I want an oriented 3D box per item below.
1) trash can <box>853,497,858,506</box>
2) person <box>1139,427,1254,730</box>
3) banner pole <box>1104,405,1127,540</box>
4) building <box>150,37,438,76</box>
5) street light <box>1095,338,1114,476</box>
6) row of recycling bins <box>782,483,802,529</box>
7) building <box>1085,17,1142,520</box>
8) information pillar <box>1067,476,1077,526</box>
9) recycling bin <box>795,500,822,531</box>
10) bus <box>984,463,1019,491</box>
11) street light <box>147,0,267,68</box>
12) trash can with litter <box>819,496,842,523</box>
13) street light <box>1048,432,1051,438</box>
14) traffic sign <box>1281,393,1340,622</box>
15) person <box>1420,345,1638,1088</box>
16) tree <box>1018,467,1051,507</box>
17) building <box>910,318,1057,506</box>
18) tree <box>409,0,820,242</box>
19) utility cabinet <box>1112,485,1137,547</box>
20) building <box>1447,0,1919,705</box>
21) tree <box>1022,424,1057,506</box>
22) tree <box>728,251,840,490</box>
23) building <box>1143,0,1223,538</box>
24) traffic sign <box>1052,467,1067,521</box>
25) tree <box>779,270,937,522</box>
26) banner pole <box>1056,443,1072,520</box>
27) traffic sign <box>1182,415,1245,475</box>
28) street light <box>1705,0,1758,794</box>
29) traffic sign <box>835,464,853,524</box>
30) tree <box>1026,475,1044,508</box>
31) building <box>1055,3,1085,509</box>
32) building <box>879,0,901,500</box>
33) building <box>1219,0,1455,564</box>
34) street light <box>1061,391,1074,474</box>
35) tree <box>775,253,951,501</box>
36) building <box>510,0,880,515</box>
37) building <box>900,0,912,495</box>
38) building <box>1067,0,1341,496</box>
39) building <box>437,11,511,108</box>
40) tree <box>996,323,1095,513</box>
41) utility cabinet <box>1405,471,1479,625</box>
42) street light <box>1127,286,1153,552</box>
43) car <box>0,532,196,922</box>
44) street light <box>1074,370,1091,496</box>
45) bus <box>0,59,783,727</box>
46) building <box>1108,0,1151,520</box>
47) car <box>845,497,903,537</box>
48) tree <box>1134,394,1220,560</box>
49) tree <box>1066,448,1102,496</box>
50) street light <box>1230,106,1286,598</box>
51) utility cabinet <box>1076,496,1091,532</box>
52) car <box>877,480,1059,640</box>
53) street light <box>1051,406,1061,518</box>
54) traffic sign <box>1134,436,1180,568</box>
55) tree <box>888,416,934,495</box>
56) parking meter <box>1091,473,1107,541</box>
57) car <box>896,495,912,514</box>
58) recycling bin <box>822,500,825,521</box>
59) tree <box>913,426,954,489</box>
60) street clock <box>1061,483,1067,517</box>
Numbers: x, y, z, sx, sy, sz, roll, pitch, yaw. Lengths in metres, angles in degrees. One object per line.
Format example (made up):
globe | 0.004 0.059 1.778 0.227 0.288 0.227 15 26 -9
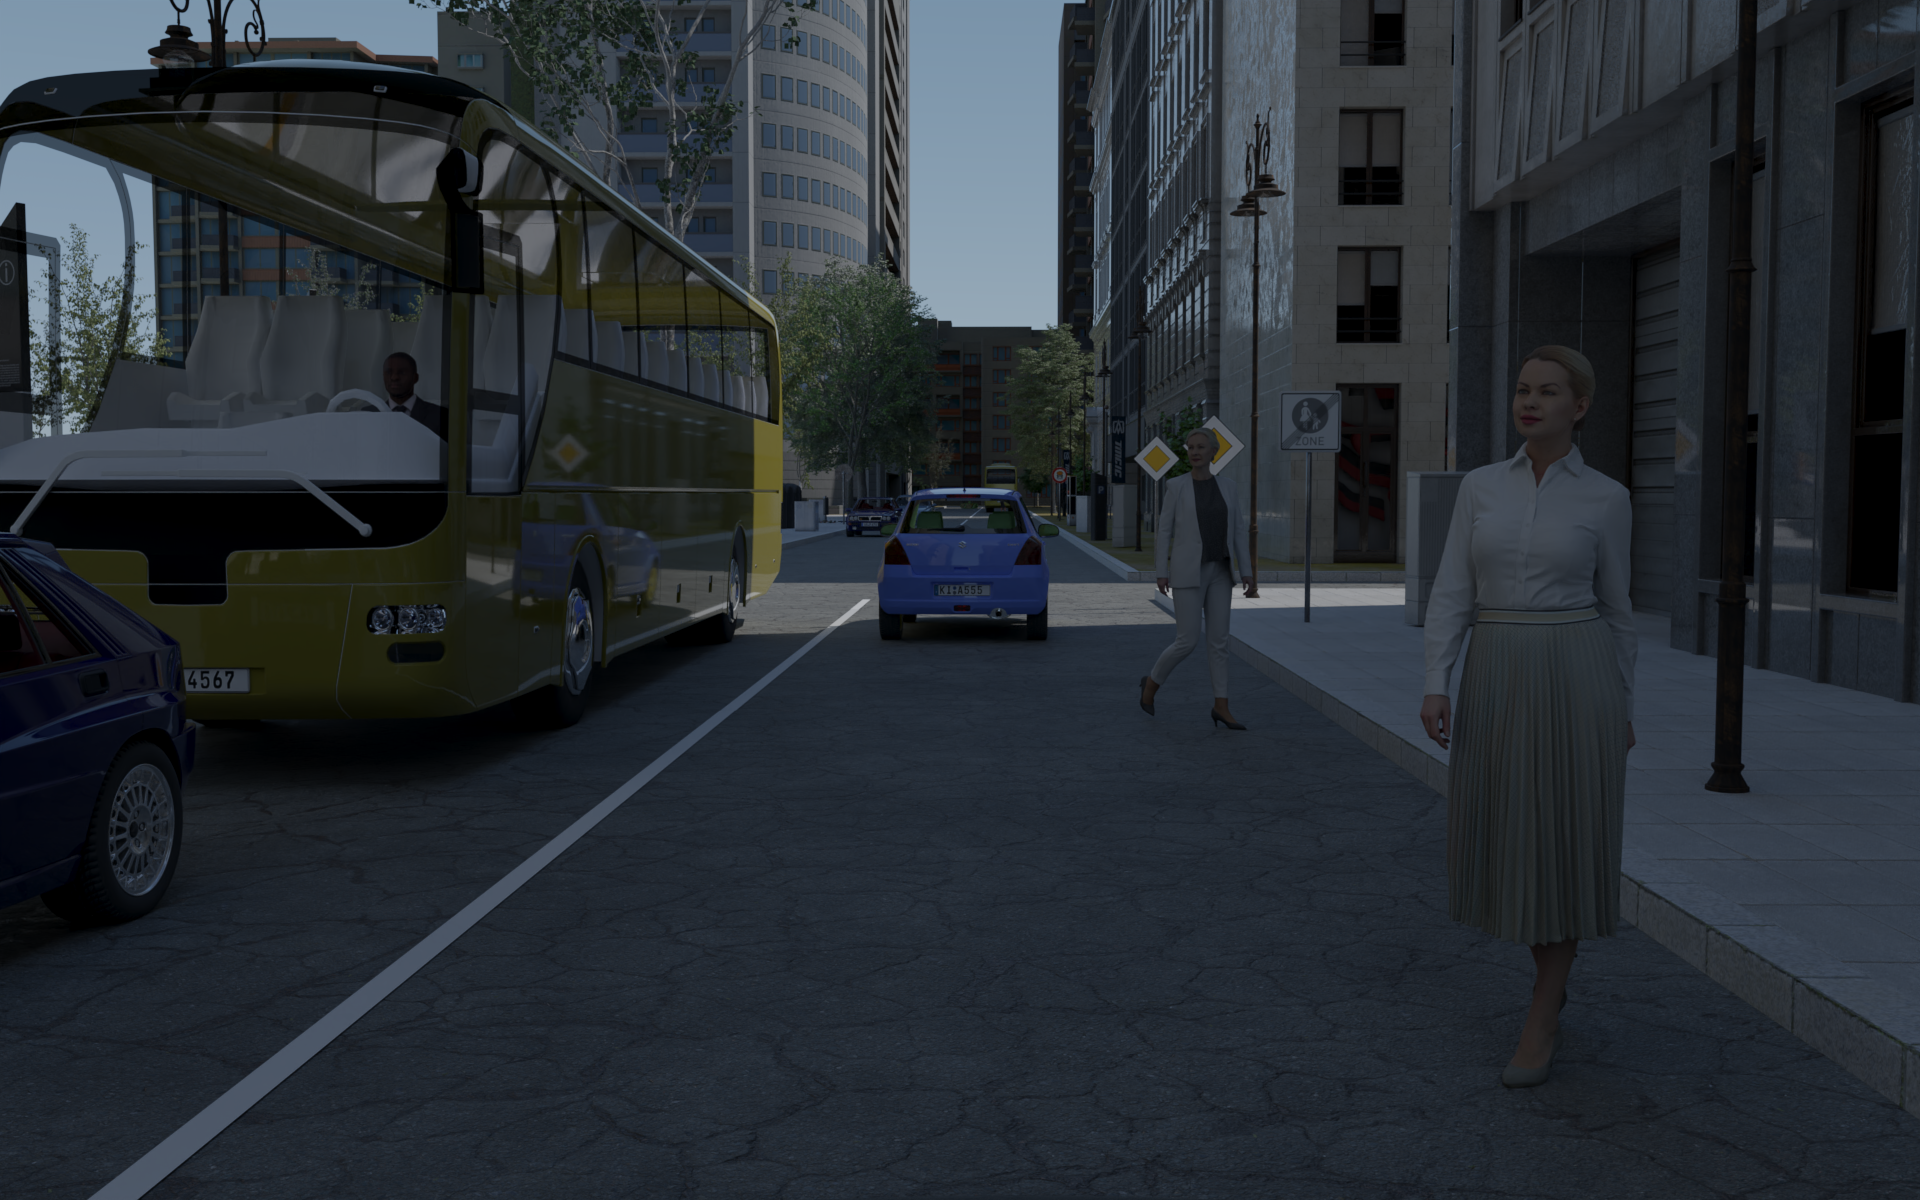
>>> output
trash can | -5.835 -5.234 97.230 0.748 1.137 0.748 0 3 0
person | 1.458 -0.145 10.754 0.514 1.842 0.818 -3 4 -37
banner pole | 4.327 -3.597 48.836 0.863 3.779 0.401 -2 4 -24
building | -61.943 -31.477 169.272 28.867 44.769 22.147 0 4 1
street light | 4.281 -4.817 51.552 0.468 5.910 1.993 0 4 1
row of recycling bins | -6.611 -3.547 65.103 1.069 1.692 3.534 0 4 7
building | 14.048 -18.889 94.744 13.634 28.700 20.117 0 4 1
information pillar | 4.487 -3.977 69.518 0.304 2.012 0.304 -1 4 -18
recycling bin | -5.284 -2.885 59.732 0.722 1.027 0.722 0 4 6
bus | 3.294 -8.952 137.913 2.896 3.916 12.252 0 4 2
street light | -6.262 -2.567 14.755 0.468 5.910 1.993 0 4 1
trash can with litter | -6.057 -4.021 76.803 1.678 1.210 2.233 0 4 -4
street light | 5.540 -8.048 104.375 0.468 5.910 1.993 0 4 1
traffic sign | 3.470 -0.925 17.250 0.606 2.300 0.079 0 4 3
person | 1.475 0.265 4.399 0.478 1.798 0.641 3 4 39
tree | 7.510 -11.738 175.635 4.285 4.588 4.351 0 3 0
building | -2.795 -22.007 204.856 28.899 21.520 27.650 0 4 1
tree | -8.025 -11.214 39.245 12.611 20.169 13.585 0 3 0
utility cabinet | 4.006 -2.026 41.805 0.318 1.500 1.173 2 4 25
building | 11.449 -11.708 9.452 12.078 24.808 19.932 0 4 1
tree | 8.359 -14.217 182.810 4.737 8.622 4.395 0 3 0
tree | -5.802 -6.209 51.881 4.737 8.622 4.395 0 3 0
building | 10.930 -12.352 51.107 9.793 20.994 18.267 0 4 1
traffic sign | 4.710 -4.994 81.756 0.768 2.556 0.104 0 4 5
tree | -4.877 -9.395 79.356 9.928 11.665 9.643 0 3 0
banner pole | 5.178 -5.859 85.809 0.863 3.779 0.401 -1 4 -23
traffic sign | 3.210 -1.121 21.969 0.795 2.450 0.064 0 4 1
street light | 3.325 -2.112 7.327 0.468 5.910 1.993 0 4 1
traffic sign | -4.908 -4.465 73.109 0.768 2.556 0.104 0 4 4
tree | 7.239 -10.178 161.012 1.663 3.219 1.824 0 3 0
building | 15.970 -30.981 156.647 14.600 45.320 14.200 0 4 1
building | -16.207 -31.812 143.821 21.300 48.544 21.600 0 4 1
building | 14.584 -11.098 36.208 16.860 20.320 10.420 0 4 1
street light | 4.941 -6.411 77.606 0.468 5.910 1.993 0 4 1
tree | -5.227 -11.235 90.351 9.857 13.997 8.962 0 3 0
building | -16.983 -35.270 118.668 21.231 58.520 28.212 0 4 1
building | -15.590 -44.664 168.510 20.611 71.187 20.563 0 4 1
building | 19.667 -29.386 135.081 22.147 44.769 28.867 0 4 1
building | -36.718 -33.320 168.486 21.600 48.544 21.300 0 4 1
tree | 6.276 -12.032 114.842 7.486 12.596 7.792 0 3 0
utility cabinet | 4.951 -0.500 16.849 1.173 1.500 0.318 -1 4 -11
street light | 3.993 -4.023 38.570 0.468 5.910 1.993 0 4 1
car | -3.641 0.490 4.569 1.945 1.354 3.894 0 4 2
street light | 4.645 -5.617 64.625 0.468 5.910 1.993 0 4 1
bus | -3.455 -1.367 13.899 2.896 3.916 12.252 0 4 2
building | 14.017 -17.066 72.532 14.314 27.812 24.014 0 4 1
car | -2.882 -2.842 59.044 1.945 1.354 3.894 0 4 3
tree | 4.509 -2.393 33.725 1.663 3.219 1.824 0 3 0
tree | 5.108 -4.806 73.187 1.663 3.219 1.824 0 3 0
street light | 3.618 -2.962 21.221 0.468 5.910 1.993 0 4 1
utility cabinet | 4.234 -2.883 58.303 0.306 1.237 1.020 -1 4 -17
car | 0.087 -0.535 18.331 1.945 1.707 3.694 0 4 2
street light | 5.180 -7.224 90.893 0.468 5.910 1.993 0 4 1
traffic sign | 3.392 -1.609 29.952 0.795 2.450 0.064 0 4 1
tree | -3.914 -11.021 130.555 4.737 8.622 4.395 0 3 0
parking meter | 3.824 -2.569 47.713 0.399 1.863 0.255 -2 4 -28
car | -1.920 -3.607 70.969 2.014 1.417 4.499 0 4 2
recycling bin | -6.455 -4.033 78.494 0.722 1.027 0.722 0 4 1
tree | -2.636 -13.915 177.869 4.360 8.622 3.978 0 3 0
street clock | 5.934 -5.739 98.403 0.358 2.002 0.471 -1 4 -14
